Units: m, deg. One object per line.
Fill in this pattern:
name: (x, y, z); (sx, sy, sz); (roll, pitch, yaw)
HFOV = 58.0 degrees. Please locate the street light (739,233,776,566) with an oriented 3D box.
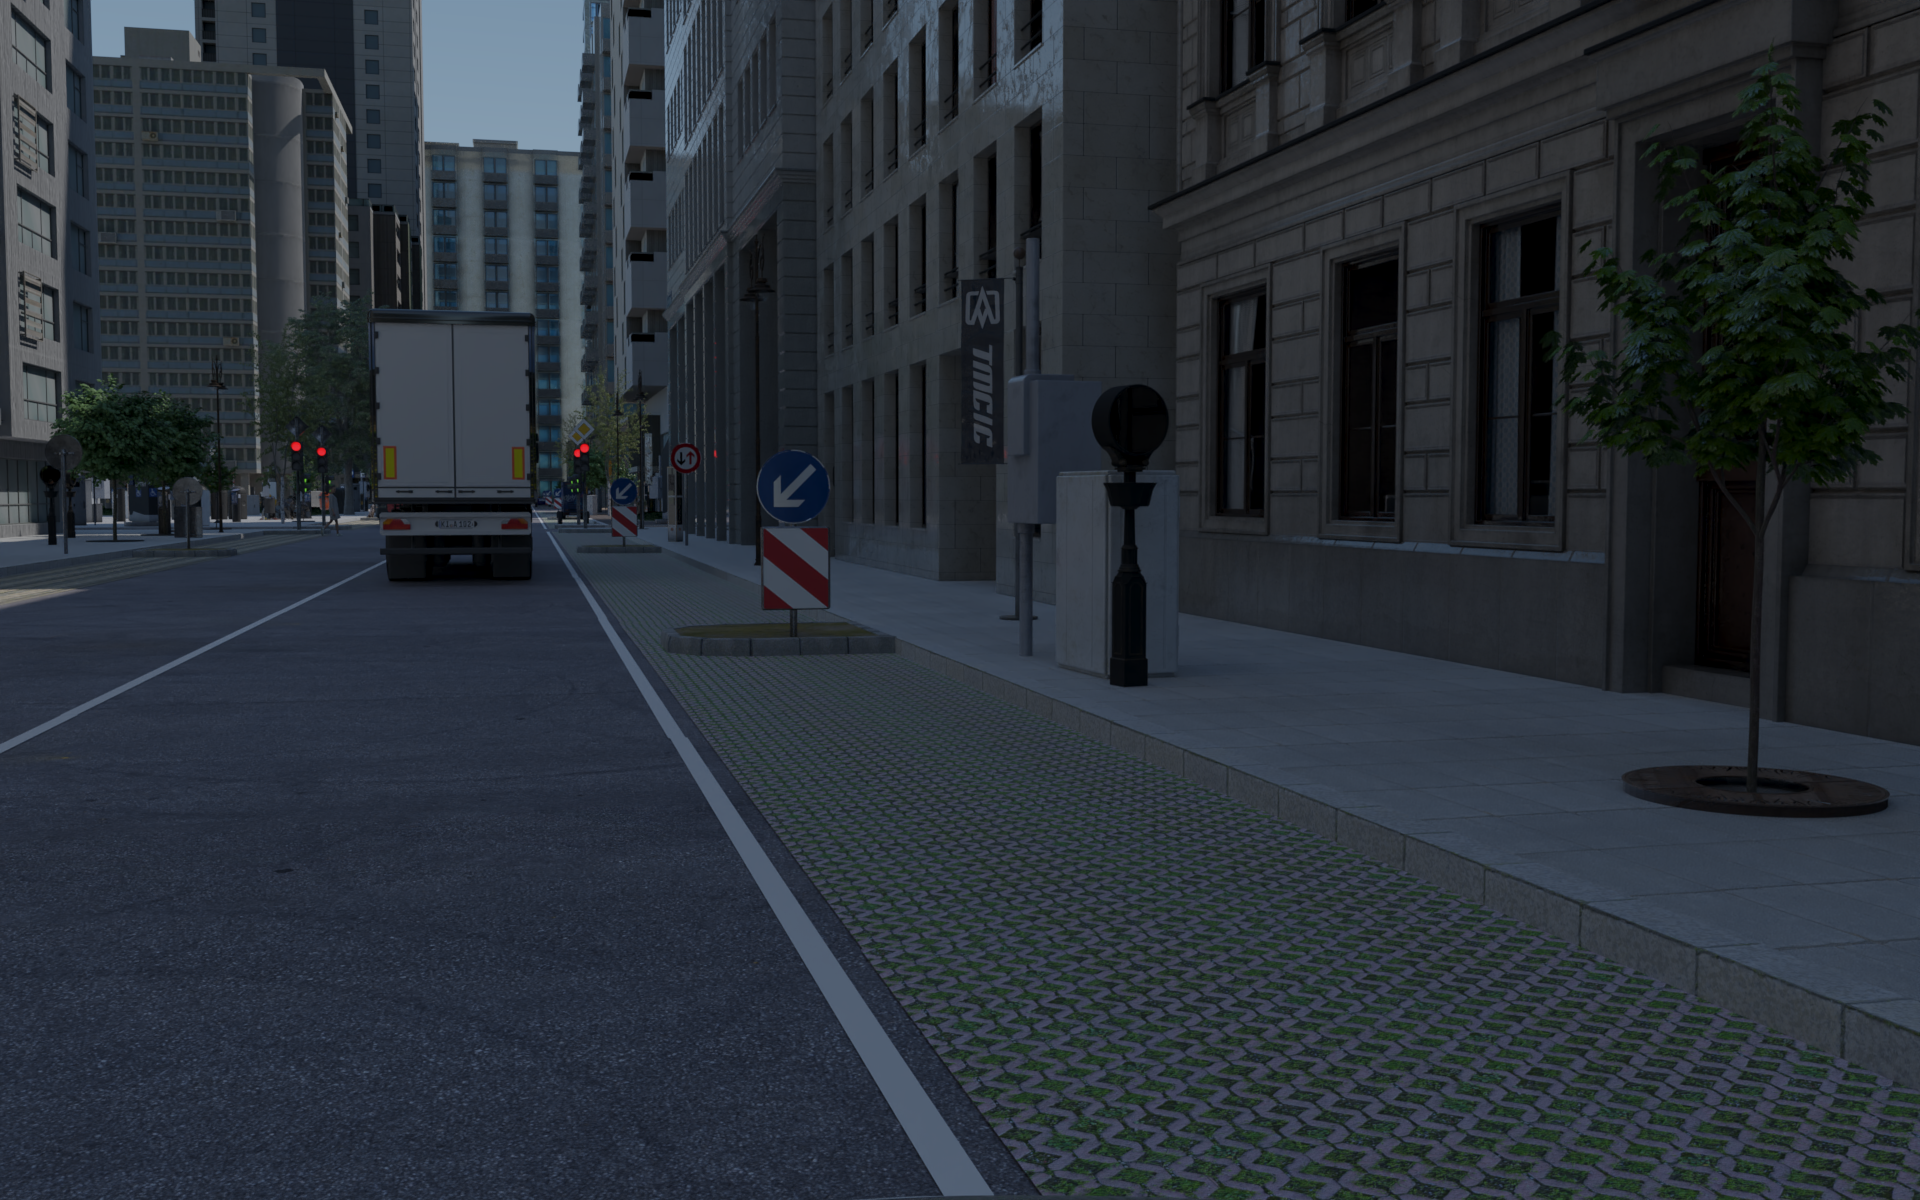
street light: (-3.617, -3.558, 30.955); (0.468, 5.910, 1.993); (-1, 4, -14)

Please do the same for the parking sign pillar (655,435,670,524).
parking sign pillar: (-12.498, -5.293, 75.019); (1.447, 3.967, 1.447); (-2, 4, -28)

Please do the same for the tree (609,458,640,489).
tree: (-18.082, -5.983, 92.428); (1.663, 3.219, 1.824); (0, 3, 0)

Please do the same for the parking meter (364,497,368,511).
parking meter: (-43.901, -7.309, 127.906); (0.372, 1.533, 0.369); (0, 3, 0)

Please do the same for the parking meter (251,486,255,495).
parking meter: (-53.885, -7.724, 132.005); (0.255, 1.863, 0.399); (-1, 4, -13)

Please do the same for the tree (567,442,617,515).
tree: (-22.708, -7.582, 107.687); (4.285, 4.588, 4.351); (0, 3, 0)

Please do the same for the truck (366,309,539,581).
truck: (-9.144, -2.630, 31.912); (2.839, 4.237, 11.283); (-1, 4, -15)

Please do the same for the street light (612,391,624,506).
street light: (-15.367, -6.423, 77.812); (0.468, 5.910, 1.993); (-1, 4, -14)

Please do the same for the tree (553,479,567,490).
tree: (-48.882, -13.258, 211.361); (1.663, 3.219, 1.824); (0, 3, 0)

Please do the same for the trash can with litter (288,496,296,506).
trash can with litter: (-47.624, -6.865, 123.631); (0.624, 1.170, 1.055); (0, 4, -4)

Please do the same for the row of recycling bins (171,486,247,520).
row of recycling bins: (-37.612, -4.876, 86.834); (3.534, 1.692, 1.069); (-3, 4, -37)

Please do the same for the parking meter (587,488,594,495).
parking meter: (-24.210, -6.597, 113.578); (0.399, 1.863, 0.255); (2, 4, 24)

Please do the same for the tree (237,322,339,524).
tree: (-29.231, -7.615, 74.862); (4.737, 8.622, 4.395); (0, 3, 0)

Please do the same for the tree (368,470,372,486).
tree: (-44.291, -9.202, 134.166); (4.285, 4.588, 4.351); (0, 3, 0)

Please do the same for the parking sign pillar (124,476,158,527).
parking sign pillar: (-32.442, -4.909, 68.742); (1.447, 3.967, 1.447); (2, 4, 31)

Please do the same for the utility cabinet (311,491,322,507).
utility cabinet: (-47.713, -7.302, 128.068); (0.318, 1.500, 1.173); (2, 4, 26)

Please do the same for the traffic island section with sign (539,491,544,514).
traffic island section with sign: (-28.560, -6.971, 122.611); (1.989, 1.847, 2.006); (-1, 4, -14)

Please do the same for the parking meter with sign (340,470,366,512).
parking meter with sign: (-43.274, -7.792, 123.665); (0.543, 3.016, 1.738); (2, 4, 32)

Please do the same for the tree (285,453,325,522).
tree: (-30.365, -5.223, 80.004); (1.663, 3.219, 1.824); (0, 3, 0)

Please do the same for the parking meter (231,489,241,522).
parking meter: (-33.062, -4.324, 79.107); (0.372, 1.533, 0.369); (0, 3, 0)

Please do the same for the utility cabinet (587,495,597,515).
utility cabinet: (-22.263, -5.725, 104.765); (0.306, 1.237, 1.020); (-2, 4, -31)

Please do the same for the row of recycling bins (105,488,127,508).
row of recycling bins: (-54.308, -6.410, 111.911); (1.069, 1.692, 3.534); (-3, 5, -42)

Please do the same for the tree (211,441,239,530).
tree: (-26.723, -4.148, 62.427); (1.663, 3.219, 1.824); (0, 3, 0)

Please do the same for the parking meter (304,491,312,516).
parking meter: (-37.650, -5.602, 100.000); (0.372, 1.533, 0.369); (0, 3, 0)

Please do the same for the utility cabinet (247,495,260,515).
utility cabinet: (-43.016, -5.740, 105.014); (0.306, 1.237, 1.020); (3, 4, 38)

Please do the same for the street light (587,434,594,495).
street light: (-23.747, -8.477, 111.389); (0.468, 5.910, 1.993); (-1, 4, -14)

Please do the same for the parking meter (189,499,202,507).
parking meter: (-22.946, -2.662, 51.940); (0.372, 1.533, 0.369); (0, 3, 0)

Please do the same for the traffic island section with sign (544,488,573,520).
traffic island section with sign: (-21.917, -5.357, 96.221); (1.989, 1.847, 2.006); (-1, 4, -14)

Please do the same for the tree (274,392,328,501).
tree: (-45.885, -10.411, 120.577); (4.360, 8.622, 3.978); (0, 3, 0)

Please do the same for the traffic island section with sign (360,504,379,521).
traffic island section with sign: (-31.390, -5.213, 93.855); (1.989, 1.847, 2.006); (-1, 4, -14)

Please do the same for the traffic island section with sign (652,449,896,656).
traffic island section with sign: (-1.766, -0.461, 16.163); (1.989, 1.847, 2.006); (-1, 4, -14)

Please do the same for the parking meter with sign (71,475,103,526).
parking meter with sign: (-39.127, -4.954, 77.259); (0.543, 3.016, 1.738); (1, 4, 20)

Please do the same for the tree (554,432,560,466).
tree: (-34.347, -12.565, 155.801); (4.737, 8.622, 4.395); (0, 3, 0)

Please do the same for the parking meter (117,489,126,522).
parking meter: (-38.738, -4.376, 79.961); (0.372, 1.533, 0.369); (0, 3, 0)

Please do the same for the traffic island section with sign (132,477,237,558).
traffic island section with sign: (-17.827, -1.915, 39.938); (1.989, 1.847, 2.006); (-1, 4, -14)

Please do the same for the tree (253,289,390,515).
tree: (-37.864, -12.230, 106.623); (9.857, 13.997, 8.962); (0, 3, 0)

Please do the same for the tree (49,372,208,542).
tree: (-22.777, -3.844, 46.571); (4.285, 4.588, 4.351); (0, 3, 0)

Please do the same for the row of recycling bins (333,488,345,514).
row of recycling bins: (-40.296, -6.457, 112.677); (1.069, 1.692, 3.534); (-1, 4, -10)

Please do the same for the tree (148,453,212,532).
tree: (-26.774, -3.941, 59.038); (1.663, 3.219, 1.824); (0, 3, 0)

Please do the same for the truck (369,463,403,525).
truck: (-24.150, -5.371, 76.728); (2.839, 4.237, 11.283); (-1, 4, -12)

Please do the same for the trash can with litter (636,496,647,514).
trash can with litter: (-17.912, -5.337, 98.651); (1.055, 1.170, 0.624); (1, 4, 18)

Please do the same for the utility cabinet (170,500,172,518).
utility cabinet: (-42.321, -5.126, 92.496); (0.318, 1.500, 1.173); (-2, 4, -28)

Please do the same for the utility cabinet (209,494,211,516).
utility cabinet: (-44.073, -5.612, 100.441); (1.173, 1.500, 0.318); (0, 4, 4)

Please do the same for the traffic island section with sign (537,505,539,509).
traffic island section with sign: (-40.837, -9.956, 171.407); (1.989, 1.847, 2.006); (-1, 4, -14)

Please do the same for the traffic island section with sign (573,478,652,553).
traffic island section with sign: (-8.398, -2.072, 42.513); (1.989, 1.847, 2.006); (-1, 4, -14)

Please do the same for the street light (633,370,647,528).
street light: (-11.876, -5.604, 64.414); (0.468, 5.910, 1.993); (-1, 4, -14)

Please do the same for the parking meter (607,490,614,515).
parking meter: (-21.013, -5.853, 104.101); (0.372, 1.533, 0.369); (0, 3, 0)

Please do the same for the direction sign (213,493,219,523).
direction sign: (-32.801, -5.165, 76.449); (0.379, 3.537, 0.876); (-1, 4, -22)

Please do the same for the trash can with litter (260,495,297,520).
trash can with litter: (-33.709, -4.564, 85.673); (2.233, 1.210, 1.678); (-2, 4, -35)

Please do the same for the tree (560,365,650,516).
tree: (-20.079, -9.159, 100.111); (4.737, 8.622, 4.395); (0, 3, 0)

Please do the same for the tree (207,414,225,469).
tree: (-24.648, -4.286, 53.797); (4.285, 4.588, 4.351); (0, 3, 0)

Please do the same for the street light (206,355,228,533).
street light: (-24.690, -5.193, 57.701); (0.468, 5.910, 1.993); (-1, 4, -14)

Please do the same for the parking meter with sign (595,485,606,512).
parking meter with sign: (-25.422, -7.635, 121.085); (1.738, 3.016, 0.543); (2, 4, 29)

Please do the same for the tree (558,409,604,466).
tree: (-32.759, -12.207, 149.948); (4.360, 8.622, 3.978); (0, 3, 0)

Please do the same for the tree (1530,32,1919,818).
tree: (3.492, -0.778, 7.323); (1.663, 3.219, 1.824); (0, 3, 0)
